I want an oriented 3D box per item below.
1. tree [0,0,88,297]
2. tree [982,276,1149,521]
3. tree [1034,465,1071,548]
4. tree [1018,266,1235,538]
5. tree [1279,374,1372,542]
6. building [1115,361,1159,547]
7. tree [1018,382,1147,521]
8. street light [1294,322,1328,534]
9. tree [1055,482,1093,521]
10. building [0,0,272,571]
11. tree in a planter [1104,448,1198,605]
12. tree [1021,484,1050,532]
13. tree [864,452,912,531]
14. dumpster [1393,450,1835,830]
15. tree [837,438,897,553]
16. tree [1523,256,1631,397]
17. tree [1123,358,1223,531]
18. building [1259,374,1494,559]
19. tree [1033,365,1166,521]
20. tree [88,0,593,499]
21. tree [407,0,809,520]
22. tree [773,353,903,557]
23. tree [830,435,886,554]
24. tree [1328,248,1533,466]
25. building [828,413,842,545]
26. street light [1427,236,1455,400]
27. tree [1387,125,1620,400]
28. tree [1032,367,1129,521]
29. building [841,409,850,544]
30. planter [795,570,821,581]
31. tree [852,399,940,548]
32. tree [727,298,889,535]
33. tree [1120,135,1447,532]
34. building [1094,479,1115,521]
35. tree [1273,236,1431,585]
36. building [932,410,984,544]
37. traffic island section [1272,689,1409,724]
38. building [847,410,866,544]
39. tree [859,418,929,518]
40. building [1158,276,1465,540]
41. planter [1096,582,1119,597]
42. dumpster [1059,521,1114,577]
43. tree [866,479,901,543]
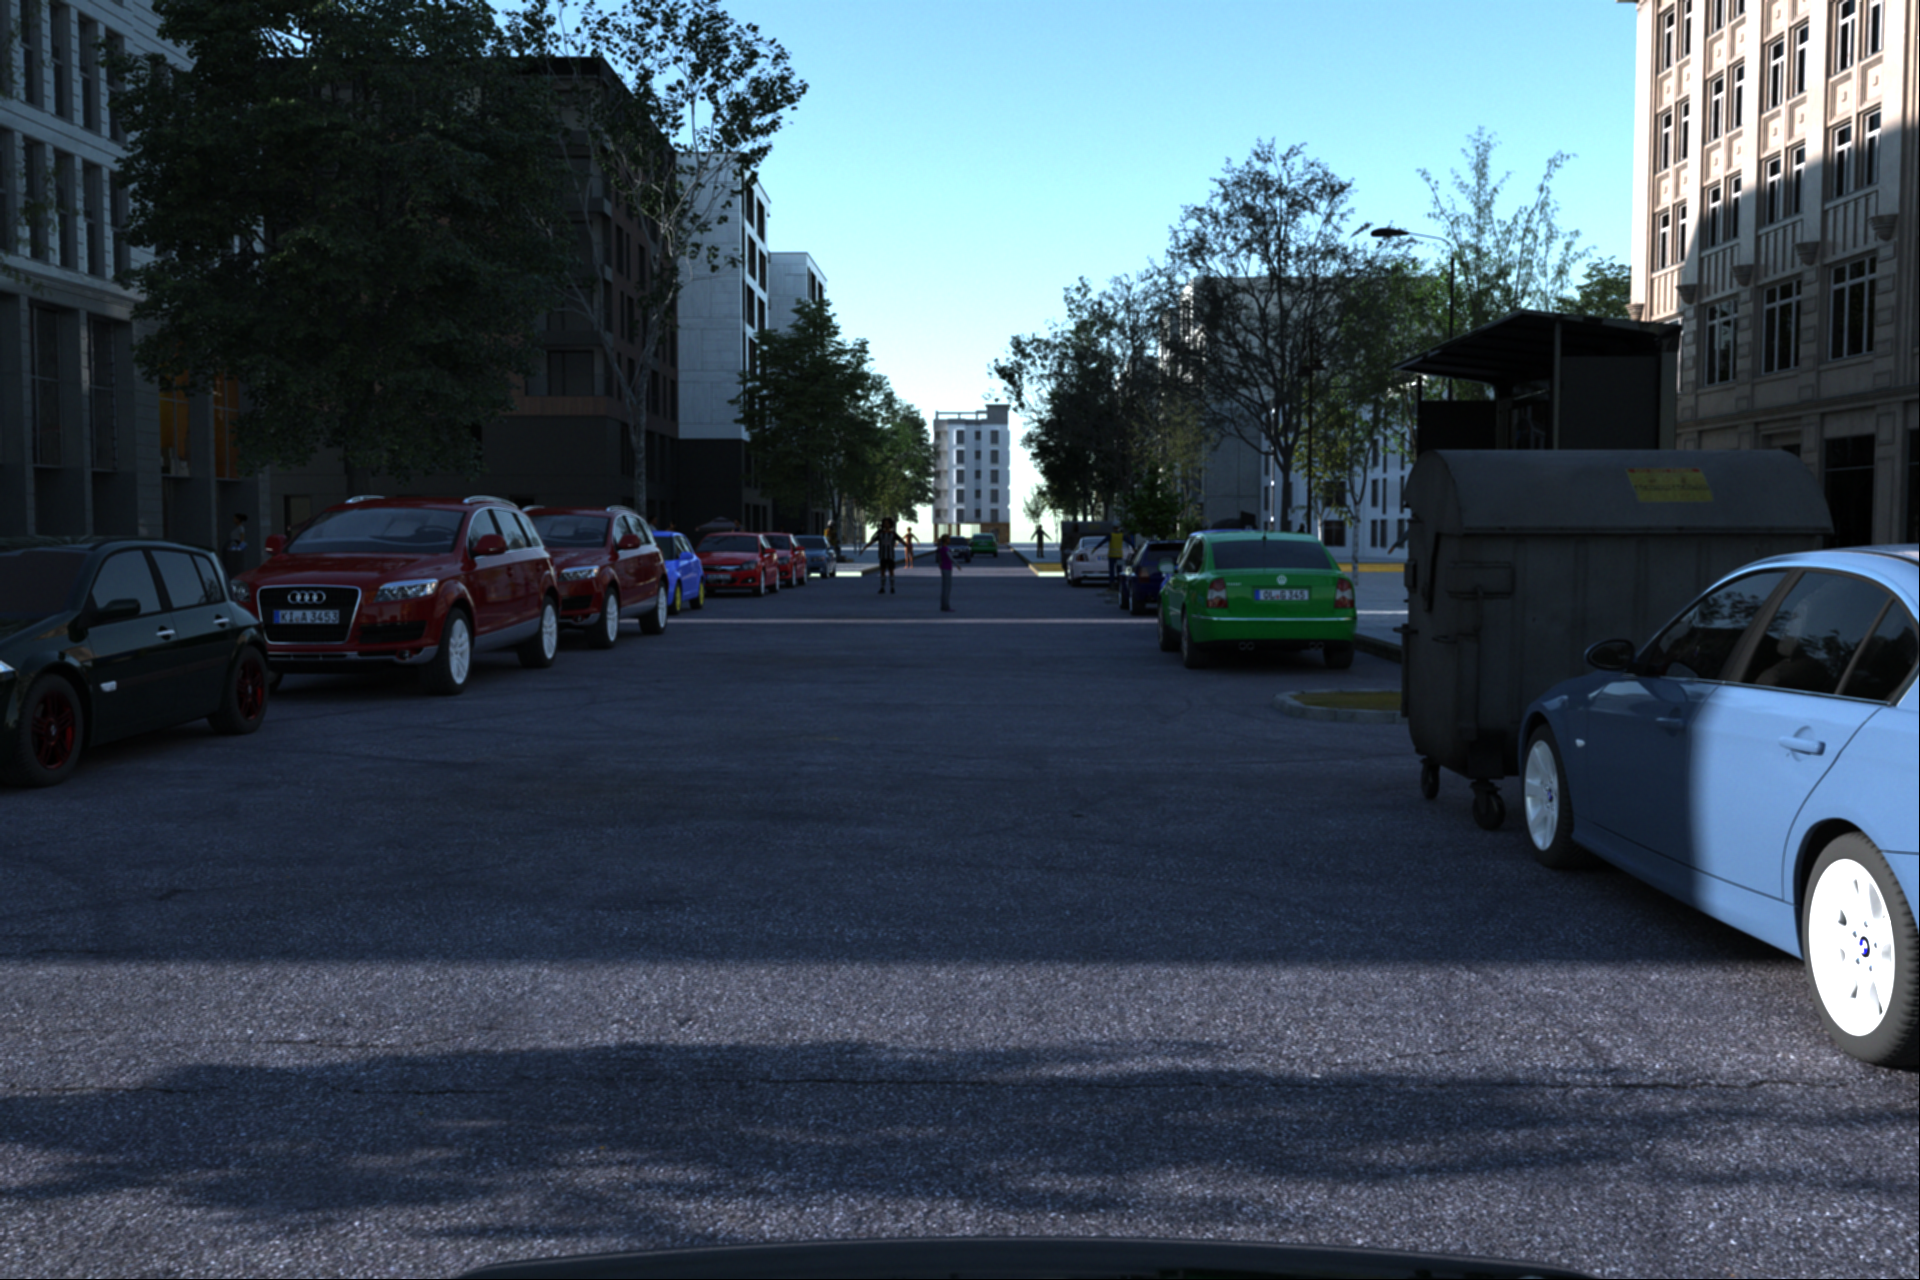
[{"bbox_3d":[-11.622,-4.076,17.009,4.360,8.622,3.978,0,3,0],"label":"tree"},{"bbox_3d":[7.990,-16.758,129.878,12.611,20.169,13.585,0,3,0],"label":"tree"},{"bbox_3d":[8.961,-12.855,160.547,4.737,8.622,4.395,0,3,0],"label":"tree"},{"bbox_3d":[7.717,-10.368,79.879,12.009,13.543,11.850,0,3,0],"label":"tree"},{"bbox_3d":[15.045,-7.434,71.916,4.737,8.622,4.395,0,3,0],"label":"tree"},{"bbox_3d":[25.673,-19.289,181.839,16.747,18.905,31.486,0,4,1],"label":"building"},{"bbox_3d":[7.950,-10.303,102.862,8.767,10.594,7.601,-1,4,-21],"label":"tree"},{"bbox_3d":[7.669,-3.986,37.963,0.468,5.910,1.993,0,4,1],"label":"street light"},{"bbox_3d":[9.412,-12.173,149.386,4.737,8.622,4.395,0,3,0],"label":"tree"},{"bbox_3d":[-29.136,-16.260,43.345,11.434,29.767,29.804,0,4,2],"label":"building"},{"bbox_3d":[4.016,-2.374,36.034,1.991,3.239,1.994,0,4,2],"label":"tree in a planter"},{"bbox_3d":[11.189,-18.538,253.459,4.737,8.622,4.395,0,3,0],"label":"tree"},{"bbox_3d":[-6.311,-12.046,147.311,4.737,8.622,4.395,0,3,0],"label":"tree"},{"bbox_3d":[3.254,-0.038,8.838,1.865,1.857,1.264,0,4,0],"label":"dumpster"},{"bbox_3d":[-6.724,-10.314,119.002,4.737,8.622,4.395,0,3,0],"label":"tree"},{"bbox_3d":[29.223,-10.417,76.981,9.857,13.997,8.962,0,3,0],"label":"tree"},{"bbox_3d":[9.275,-7.434,71.907,4.360,8.622,3.978,0,3,0],"label":"tree"},{"bbox_3d":[23.637,-9.543,98.174,9.099,9.664,28.070,0,4,1],"label":"building"},{"bbox_3d":[7.602,-9.641,92.043,8.767,10.594,7.601,1,4,21],"label":"tree"},{"bbox_3d":[-11.456,-7.725,32.960,9.857,13.997,8.962,0,3,0],"label":"tree"},{"bbox_3d":[-11.785,-12.367,58.097,12.611,20.169,13.585,0,3,0],"label":"tree"},{"bbox_3d":[-6.996,-10.543,98.138,9.928,11.665,9.643,0,3,0],"label":"tree"},{"bbox_3d":[-6.772,-9.850,111.406,4.360,8.622,3.978,0,3,0],"label":"tree"},{"bbox_3d":[17.276,-8.426,63.519,9.928,11.665,9.643,0,3,0],"label":"tree"},{"bbox_3d":[-22.069,-19.338,182.638,16.747,18.905,31.486,0,4,1],"label":"building"},{"bbox_3d":[8.017,-3.295,26.418,1.470,5.913,1.316,0,4,1],"label":"street light"},{"bbox_3d":[10.053,-4.977,31.734,4.360,8.622,3.978,0,3,0],"label":"tree"},{"bbox_3d":[8.496,-12.162,116.976,7.486,12.596,7.792,0,3,0],"label":"tree"},{"bbox_3d":[-23.684,-23.223,210.628,19.493,23.208,18.063,0,4,0],"label":"building"},{"bbox_3d":[-5.340,-1.993,53.719,1.991,0.319,1.994,0,4,1],"label":"planter"},{"bbox_3d":[-6.330,-15.771,164.509,9.857,13.997,8.962,0,3,0],"label":"tree"},{"bbox_3d":[-7.264,-10.093,83.151,7.486,12.596,7.792,0,3,0],"label":"tree"},{"bbox_3d":[10.023,-8.741,53.287,12.009,13.543,11.850,0,3,0],"label":"tree"},{"bbox_3d":[26.277,-23.275,211.476,19.493,23.208,18.063,0,4,1],"label":"building"},{"bbox_3d":[9.838,-5.656,42.831,4.360,8.622,3.978,0,3,0],"label":"tree"},{"bbox_3d":[-3.777,-24.358,257.126,11.380,20.090,16.016,1,4,11],"label":"building"},{"bbox_3d":[3.593,0.539,14.056,1.991,0.108,1.994,0,4,1],"label":"traffic island section"},{"bbox_3d":[-22.636,-24.453,230.735,19.493,23.208,18.063,0,4,2],"label":"building"},{"bbox_3d":[-6.324,-14.020,154.987,9.928,11.665,9.643,0,3,0],"label":"tree"},{"bbox_3d":[24.524,-15.976,127.668,16.747,18.905,31.486,0,4,1],"label":"building"},{"bbox_3d":[4.191,-1.172,40.303,1.991,0.319,1.994,0,4,0],"label":"planter"},{"bbox_3d":[4.236,-3.000,57.264,1.865,1.857,1.264,0,4,1],"label":"dumpster"},{"bbox_3d":[-11.549,-20.594,254.836,7.486,12.596,7.792,0,3,0],"label":"tree"}]
